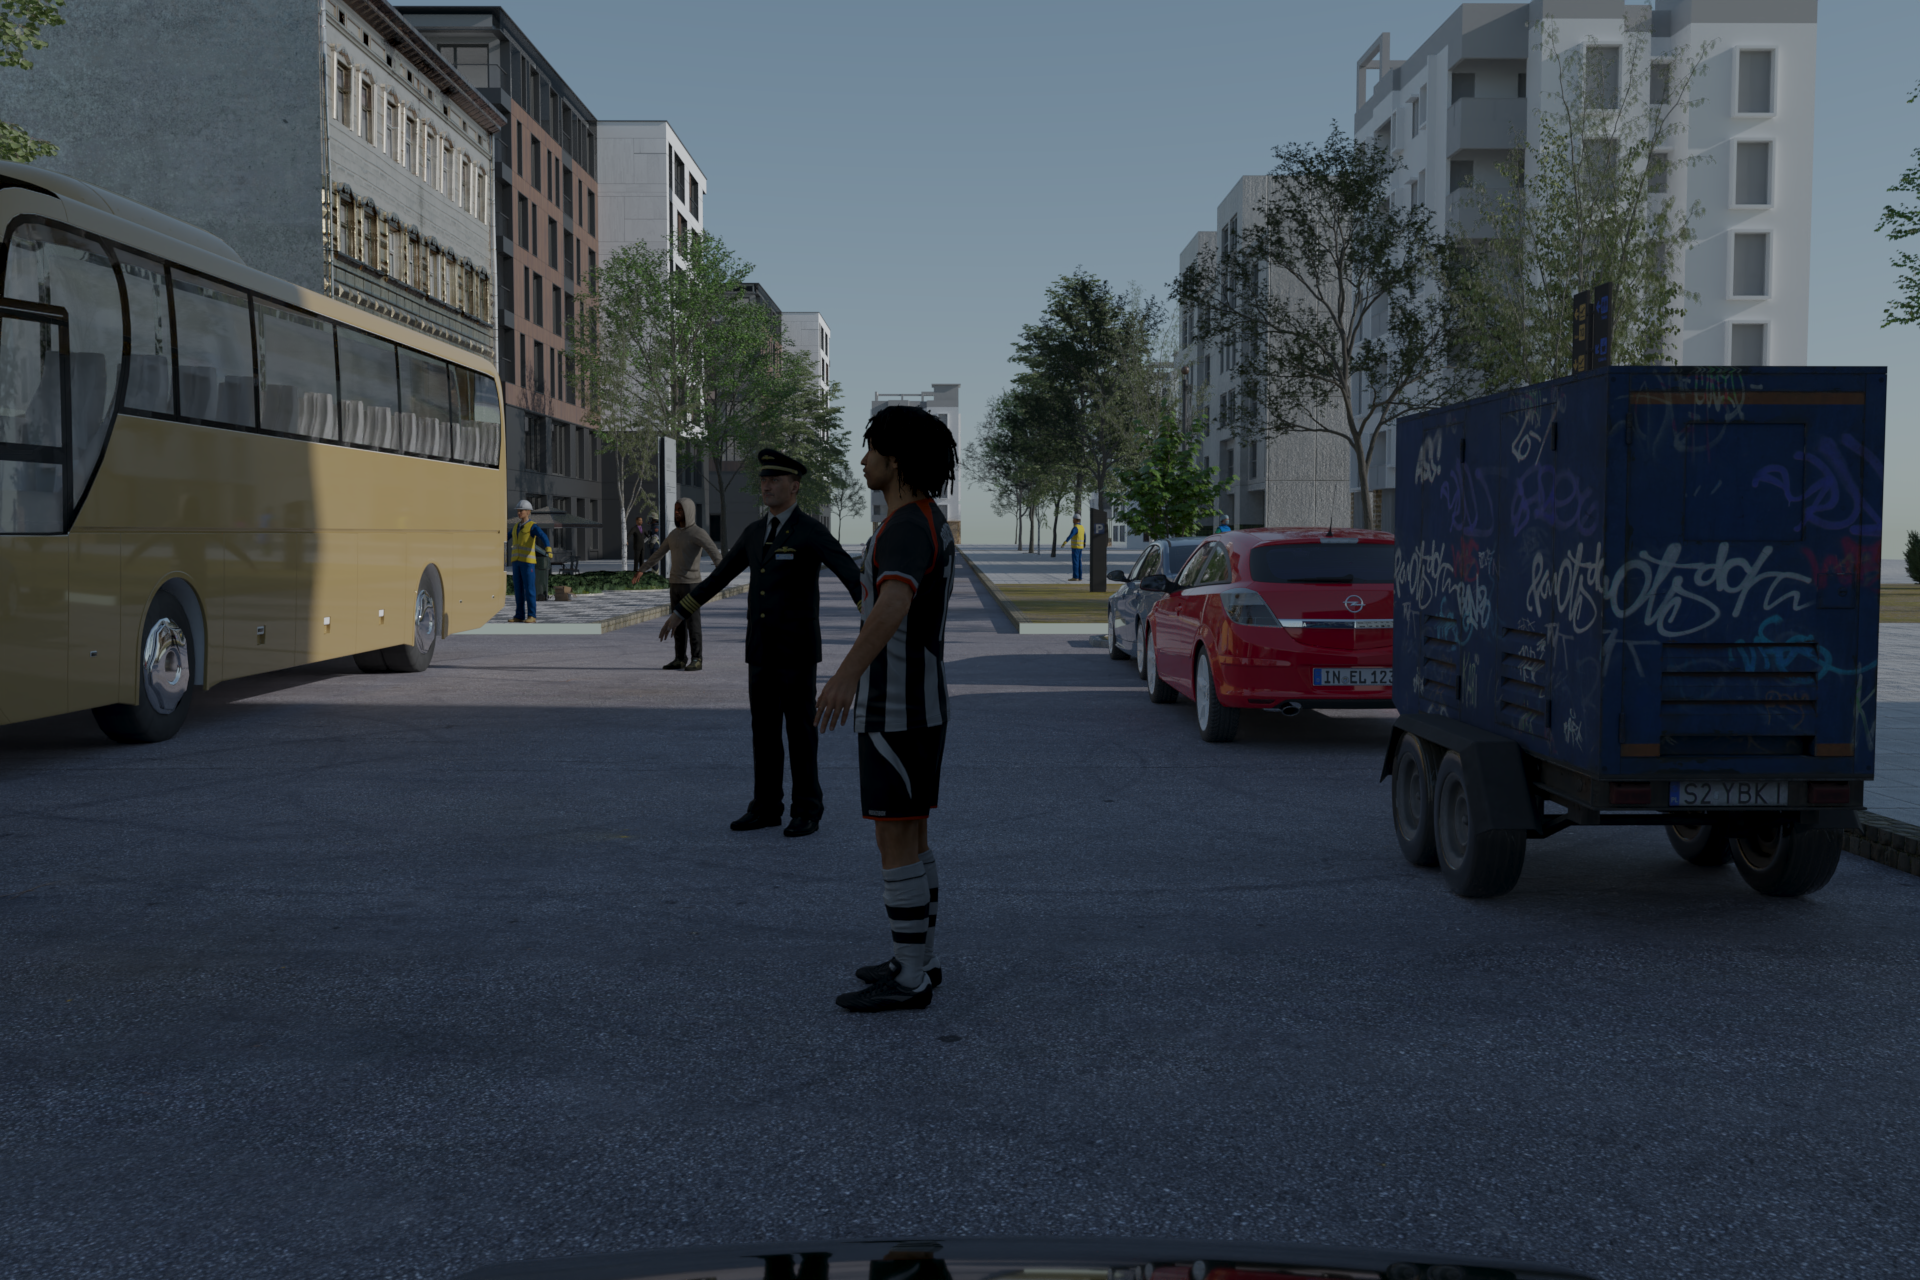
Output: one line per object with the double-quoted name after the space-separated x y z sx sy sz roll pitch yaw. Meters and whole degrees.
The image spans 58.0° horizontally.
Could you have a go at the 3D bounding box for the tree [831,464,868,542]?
-15.111 -17.477 220.161 7.601 10.594 8.767 0 4 3 "tree"

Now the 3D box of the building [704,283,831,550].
-26.865 -19.159 157.228 27.936 21.610 32.646 0 3 0 "building"

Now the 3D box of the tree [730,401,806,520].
-11.053 -8.821 94.578 4.360 8.622 3.978 0 3 0 "tree"

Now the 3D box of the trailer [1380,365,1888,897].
2.637 -0.050 7.859 1.471 1.999 3.904 0 4 -1 "trailer"

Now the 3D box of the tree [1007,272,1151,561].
5.508 -9.640 75.735 7.486 12.596 7.792 0 3 0 "tree"

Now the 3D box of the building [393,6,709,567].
-28.372 -14.660 83.671 27.936 21.610 32.646 0 4 0 "building"

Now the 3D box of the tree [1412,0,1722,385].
8.669 -4.497 23.883 4.360 8.622 3.978 0 3 0 "tree"

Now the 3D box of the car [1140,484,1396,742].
2.525 -0.267 13.408 2.155 1.783 4.494 0 4 -1 "car"

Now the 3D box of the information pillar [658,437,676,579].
-7.184 -3.135 42.577 0.184 3.620 1.656 0 4 0 "information pillar"

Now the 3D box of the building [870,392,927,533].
-11.111 -22.230 222.330 11.380 20.090 16.016 0 4 5 "building"

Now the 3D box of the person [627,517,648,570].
-9.758 -2.847 52.766 0.704 1.802 1.346 3 4 36 "person"

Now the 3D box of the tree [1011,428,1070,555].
4.591 -9.512 105.888 4.360 8.622 3.978 0 3 0 "tree"

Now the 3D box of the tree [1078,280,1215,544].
5.641 -6.112 50.290 4.360 8.622 3.978 0 3 0 "tree"

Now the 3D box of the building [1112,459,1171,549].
19.139 -12.880 152.734 9.099 9.664 28.070 0 4 0 "building"

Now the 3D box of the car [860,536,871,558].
-3.682 -4.284 82.399 2.083 1.381 4.827 0 4 -1 "car"

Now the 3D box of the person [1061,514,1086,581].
3.159 -2.526 47.271 0.705 1.833 1.349 2 4 31 "person"

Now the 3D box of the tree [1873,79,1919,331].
19.118 -6.263 28.156 9.928 11.665 9.643 0 3 0 "tree"

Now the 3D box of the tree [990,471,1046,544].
7.355 -17.303 217.312 7.601 10.594 8.767 0 4 -4 "tree"

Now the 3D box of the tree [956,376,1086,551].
4.697 -13.501 131.104 12.009 13.543 11.850 0 3 0 "tree"

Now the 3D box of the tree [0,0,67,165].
-12.844 -6.061 17.217 7.486 12.596 7.792 0 3 0 "tree"

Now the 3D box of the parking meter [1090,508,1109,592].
3.075 -1.993 38.290 0.399 1.863 0.255 0 4 -2 "parking meter"

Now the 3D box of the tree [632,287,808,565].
-9.937 -8.935 71.836 9.928 11.665 9.643 0 3 0 "tree"

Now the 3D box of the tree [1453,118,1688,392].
10.893 -4.904 30.549 4.737 8.622 4.395 0 3 0 "tree"

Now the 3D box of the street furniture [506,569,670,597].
-11.258 -1.338 37.511 10.072 0.657 5.734 -1 4 -13 "street furniture"

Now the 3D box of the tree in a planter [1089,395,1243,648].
2.692 -1.539 22.391 1.991 3.239 1.994 0 4 0 "tree in a planter"

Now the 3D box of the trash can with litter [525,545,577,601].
-7.909 -1.339 33.288 1.055 1.170 0.624 0 4 -1 "trash can with litter"

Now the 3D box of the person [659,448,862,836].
-0.872 0.003 8.339 1.347 1.837 0.705 2 4 32 "person"

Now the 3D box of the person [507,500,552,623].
-6.355 -1.136 25.033 1.216 1.772 0.721 2 4 28 "person"

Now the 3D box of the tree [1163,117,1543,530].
9.049 -6.363 38.449 8.767 10.594 7.601 -1 4 -17 "tree"

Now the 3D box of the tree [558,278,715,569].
-10.023 -6.127 50.543 4.360 8.622 3.978 0 3 0 "tree"

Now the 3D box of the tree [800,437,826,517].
-11.295 -10.758 126.253 4.737 8.622 4.395 0 3 0 "tree"

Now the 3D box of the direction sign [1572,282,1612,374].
5.823 -1.471 16.054 0.379 3.537 0.876 0 4 -1 "direction sign"

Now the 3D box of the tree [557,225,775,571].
-9.807 -8.102 58.221 9.928 11.665 9.643 0 3 0 "tree"

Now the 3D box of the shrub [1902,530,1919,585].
22.960 -2.232 40.539 1.661 2.075 1.752 0 3 0 "shrub"

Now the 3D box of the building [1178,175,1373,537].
22.264 -13.926 94.153 16.747 18.905 31.486 0 4 0 "building"

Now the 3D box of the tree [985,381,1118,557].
5.291 -9.808 94.775 8.767 10.594 7.601 -2 4 -30 "tree"

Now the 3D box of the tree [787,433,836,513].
-10.602 -10.354 119.657 4.737 8.622 4.395 0 3 0 "tree"

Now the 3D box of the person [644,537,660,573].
-9.919 -3.144 57.583 1.347 1.806 0.705 -2 4 -25 "person"

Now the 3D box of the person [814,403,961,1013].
-0.201 0.201 5.314 0.704 1.843 1.345 0 4 7 "person"

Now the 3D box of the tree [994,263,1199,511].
4.716 -7.719 60.615 7.601 10.594 8.767 -1 4 -17 "tree"

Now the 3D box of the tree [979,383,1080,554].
4.799 -11.531 114.292 9.928 11.665 9.643 0 3 0 "tree"

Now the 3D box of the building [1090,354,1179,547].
19.476 -20.446 190.705 16.016 20.090 11.380 0 4 -1 "building"

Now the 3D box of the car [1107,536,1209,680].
2.604 -0.385 18.291 2.014 1.417 4.499 0 4 -1 "car"

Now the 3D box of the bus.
-6.701 -1.440 15.090 2.896 3.916 12.252 0 4 -1 "bus"

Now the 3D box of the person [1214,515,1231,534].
7.435 -2.594 48.535 1.347 1.817 0.704 -3 5 -44 "person"

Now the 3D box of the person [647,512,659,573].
-8.185 -2.471 46.173 0.705 1.856 1.354 -1 4 -13 "person"

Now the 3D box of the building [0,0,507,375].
-26.076 -13.657 54.224 19.493 23.208 18.063 0 4 -1 "building"

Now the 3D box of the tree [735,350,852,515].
-10.250 -11.518 106.453 7.486 12.596 7.792 0 3 0 "tree"

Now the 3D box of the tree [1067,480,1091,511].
17.212 -17.955 219.323 9.928 11.665 9.643 0 3 0 "tree"

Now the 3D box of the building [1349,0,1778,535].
20.566 -12.878 66.980 16.016 20.090 11.380 0 4 0 "building"

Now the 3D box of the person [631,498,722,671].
-2.909 -0.590 18.229 1.348 1.813 0.705 3 4 36 "person"

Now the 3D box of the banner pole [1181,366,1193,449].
3.362 -2.181 25.681 0.401 3.779 0.863 0 4 -2 "banner pole"
